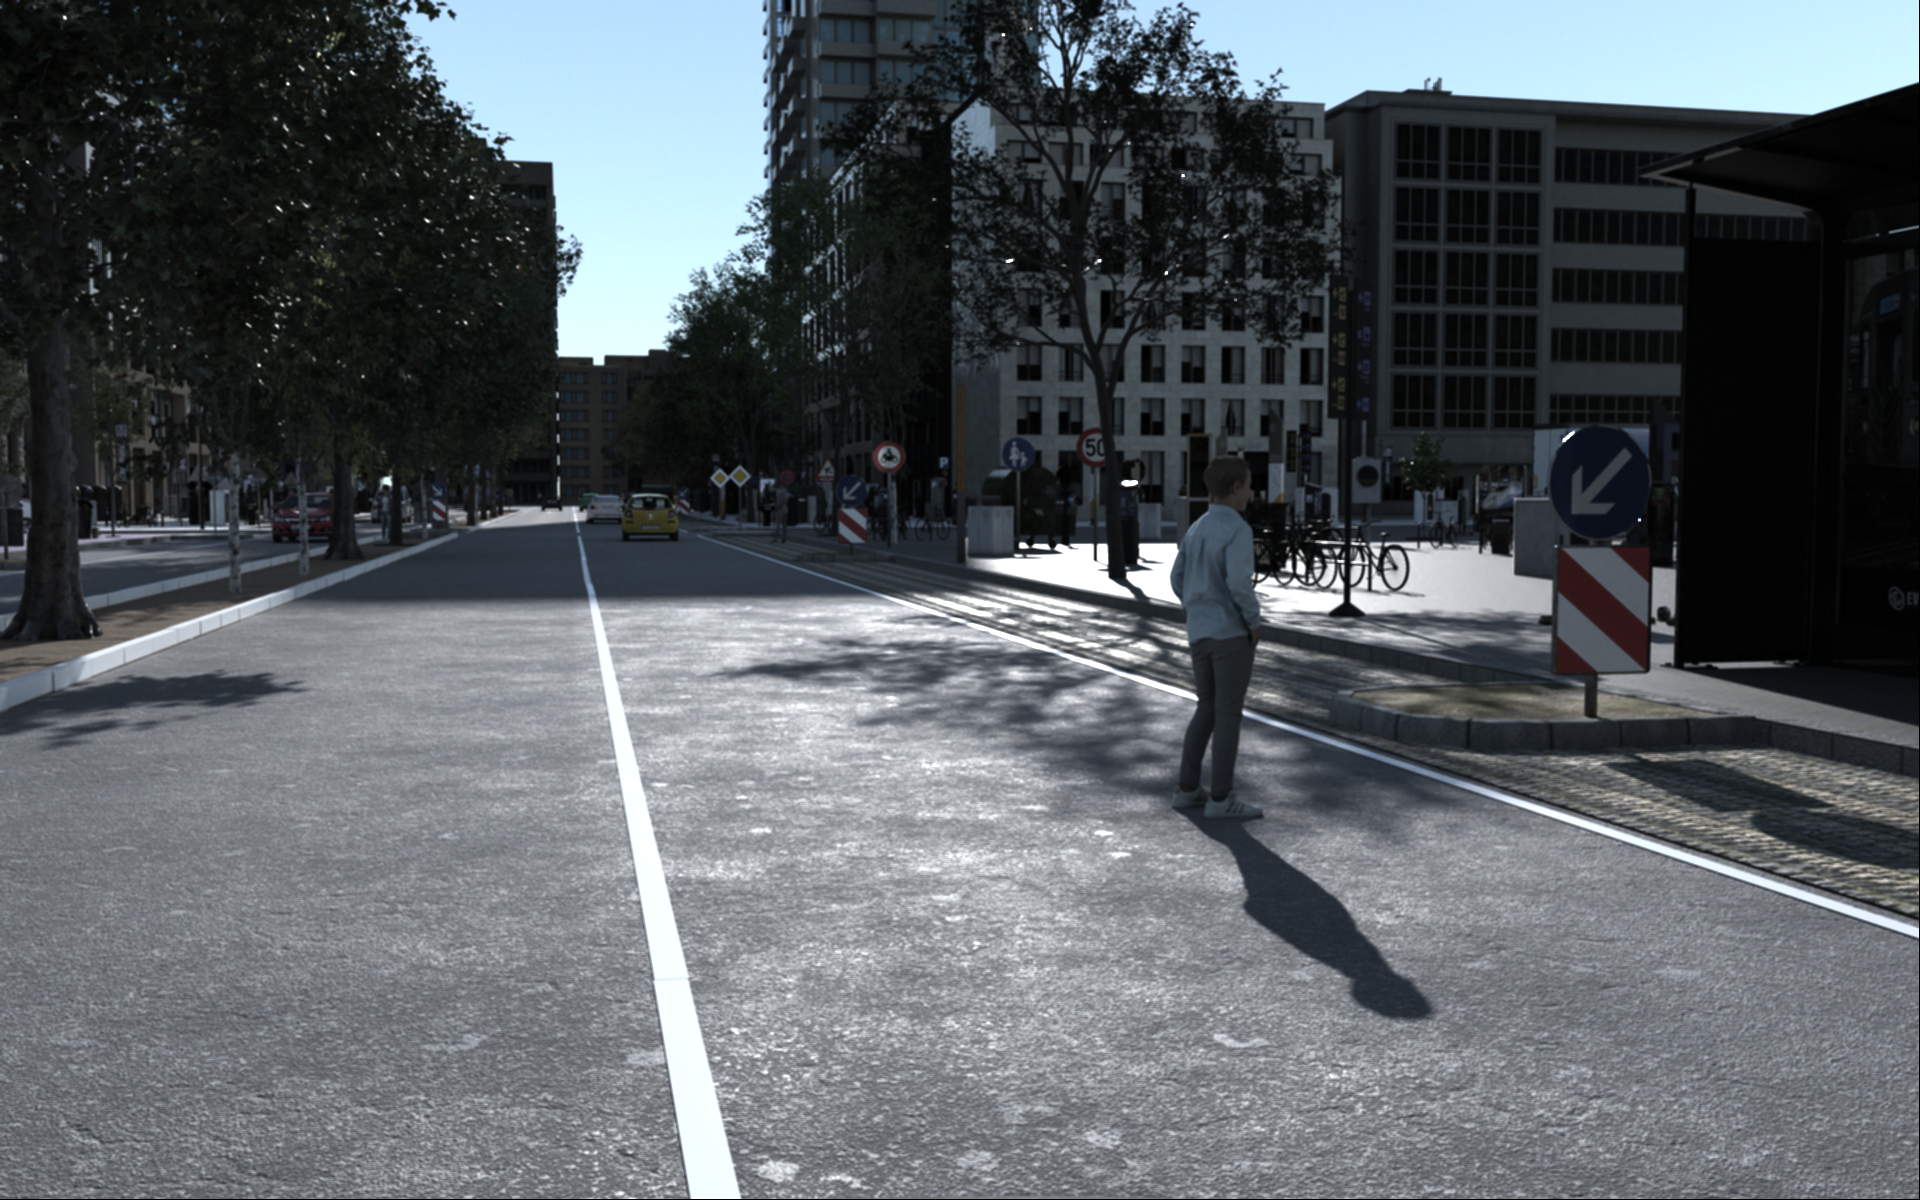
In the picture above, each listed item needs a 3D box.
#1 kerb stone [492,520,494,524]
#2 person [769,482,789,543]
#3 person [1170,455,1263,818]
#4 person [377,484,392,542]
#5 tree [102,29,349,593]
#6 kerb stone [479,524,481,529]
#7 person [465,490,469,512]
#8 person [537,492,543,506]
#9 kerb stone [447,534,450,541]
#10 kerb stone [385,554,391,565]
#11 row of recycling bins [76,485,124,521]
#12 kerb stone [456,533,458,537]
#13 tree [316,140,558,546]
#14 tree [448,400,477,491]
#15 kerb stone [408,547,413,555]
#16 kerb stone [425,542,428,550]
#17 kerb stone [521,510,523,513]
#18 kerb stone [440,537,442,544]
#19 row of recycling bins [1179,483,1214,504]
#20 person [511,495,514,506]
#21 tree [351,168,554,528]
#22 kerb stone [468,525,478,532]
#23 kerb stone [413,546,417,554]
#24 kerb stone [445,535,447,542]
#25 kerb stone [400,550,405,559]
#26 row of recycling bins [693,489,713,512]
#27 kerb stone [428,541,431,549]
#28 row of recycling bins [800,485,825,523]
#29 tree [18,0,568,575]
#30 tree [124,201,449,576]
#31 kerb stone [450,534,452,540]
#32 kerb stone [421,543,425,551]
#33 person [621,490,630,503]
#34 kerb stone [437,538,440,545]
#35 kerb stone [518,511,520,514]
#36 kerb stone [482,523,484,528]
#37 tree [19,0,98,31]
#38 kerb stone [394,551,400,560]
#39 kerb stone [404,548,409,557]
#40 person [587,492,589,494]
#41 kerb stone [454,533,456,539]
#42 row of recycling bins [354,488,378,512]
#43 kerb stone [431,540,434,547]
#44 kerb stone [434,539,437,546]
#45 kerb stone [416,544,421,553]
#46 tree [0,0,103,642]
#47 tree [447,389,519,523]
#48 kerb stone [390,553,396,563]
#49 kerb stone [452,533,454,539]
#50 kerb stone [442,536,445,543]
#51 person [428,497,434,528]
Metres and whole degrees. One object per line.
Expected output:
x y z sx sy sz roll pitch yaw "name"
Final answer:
-22.140 -3.630 81.548 0.120 0.150 1.000 -1 4 -13 "kerb stone"
-5.279 -2.551 50.483 0.573 1.790 0.520 0 4 -5 "person"
1.172 0.159 7.711 0.330 1.601 0.589 -1 4 -16 "person"
-17.219 -2.611 52.030 0.563 1.720 0.643 0 4 -2 "person"
-10.570 -4.419 25.071 4.360 8.622 3.978 0 3 0 "tree"
-19.429 -2.895 69.531 0.120 0.150 1.000 -1 4 -13 "kerb stone"
-38.683 -7.797 136.160 0.592 1.802 0.473 -2 4 -35 "person"
-51.469 -12.388 211.984 0.756 1.711 0.436 2 4 32 "person"
-15.494 -1.824 52.024 0.120 0.150 1.000 -1 4 -13 "kerb stone"
-11.666 -0.784 35.013 0.120 0.150 1.000 -1 4 -13 "kerb stone"
-40.641 -4.520 81.014 1.069 1.692 3.534 1 4 15 "row of recycling bins"
-16.390 -2.069 56.016 0.120 0.150 1.000 -1 4 -13 "kerb stone"
-15.414 -7.284 47.303 9.928 11.665 9.643 0 3 0 "tree"
-16.942 -6.228 54.655 4.737 8.622 4.395 0 3 0 "tree"
-12.797 -1.090 40.013 0.120 0.150 1.000 -1 4 -13 "kerb stone"
-13.688 -1.327 44.010 0.120 0.150 1.000 -1 4 -13 "kerb stone"
-32.479 -6.444 127.561 0.120 0.150 1.000 -1 4 -13 "kerb stone"
-14.825 -1.641 49.026 0.120 0.150 1.000 -1 4 -13 "kerb stone"
8.092 -3.089 57.617 1.069 1.692 3.534 0 4 -6 "row of recycling bins"
-54.478 -12.342 210.157 0.709 1.838 0.599 1 4 11 "person"
-20.333 -9.679 67.358 9.857 13.997 8.962 0 3 0 "tree"
-18.984 -2.770 67.536 0.120 0.150 1.000 -1 4 -13 "kerb stone"
-13.017 -1.150 41.013 0.120 0.150 1.000 -1 4 -13 "kerb stone"
-15.279 -1.761 51.025 0.120 0.150 1.000 -1 4 -13 "kerb stone"
-12.354 -0.967 38.009 0.120 0.150 1.000 -1 4 -13 "kerb stone"
-19.436 -7.536 130.324 1.069 1.692 3.534 -1 4 -15 "row of recycling bins"
-13.919 -1.396 45.014 0.120 0.150 1.000 -1 4 -13 "kerb stone"
-6.790 -4.348 78.211 1.069 1.692 3.534 -1 4 -13 "row of recycling bins"
-13.494 -7.226 37.604 9.611 12.733 9.660 0 3 0 "tree"
-11.317 -4.700 29.659 4.737 8.622 4.395 0 3 0 "tree"
-15.720 -1.885 53.021 0.120 0.150 1.000 -1 4 -13 "kerb stone"
-13.466 -1.269 43.013 0.120 0.150 1.000 -1 4 -13 "kerb stone"
-31.794 -9.540 164.463 0.705 1.826 1.348 3 4 36 "person"
-14.595 -1.578 48.020 0.120 0.150 1.000 -1 4 -13 "kerb stone"
-30.901 -6.015 120.541 0.120 0.150 1.000 -1 4 -13 "kerb stone"
-19.872 -3.017 71.531 0.120 0.150 1.000 -1 4 -13 "kerb stone"
-6.120 -5.669 5.523 12.009 13.543 11.850 0 3 0 "tree"
-12.125 -0.905 37.014 0.120 0.150 1.000 -1 4 -13 "kerb stone"
-12.572 -1.024 39.016 0.120 0.150 1.000 -1 4 -13 "kerb stone"
-44.131 -11.979 205.069 1.217 1.735 0.721 2 4 28 "person"
-16.173 -2.007 55.017 0.120 0.150 1.000 -1 4 -13 "kerb stone"
-42.501 -7.095 123.111 3.534 1.692 1.069 1 4 13 "row of recycling bins"
-14.150 -1.457 46.022 0.120 0.150 1.000 -1 4 -13 "kerb stone"
-14.374 -1.518 47.019 0.120 0.150 1.000 -1 4 -13 "kerb stone"
-13.242 -1.212 42.015 0.120 0.150 1.000 -1 4 -13 "kerb stone"
-9.060 -5.967 17.029 9.611 12.733 9.660 0 3 0 "tree"
-24.102 -8.153 86.129 4.360 8.622 3.978 0 3 0 "tree"
-11.902 -0.844 36.007 0.120 0.150 1.000 -1 4 -13 "kerb stone"
-15.948 -1.942 54.017 0.120 0.150 1.000 -1 4 -13 "kerb stone"
-15.052 -1.697 50.023 0.120 0.150 1.000 -1 4 -13 "kerb stone"
-20.876 -3.607 68.479 0.512 1.701 0.522 2 4 28 "person"
